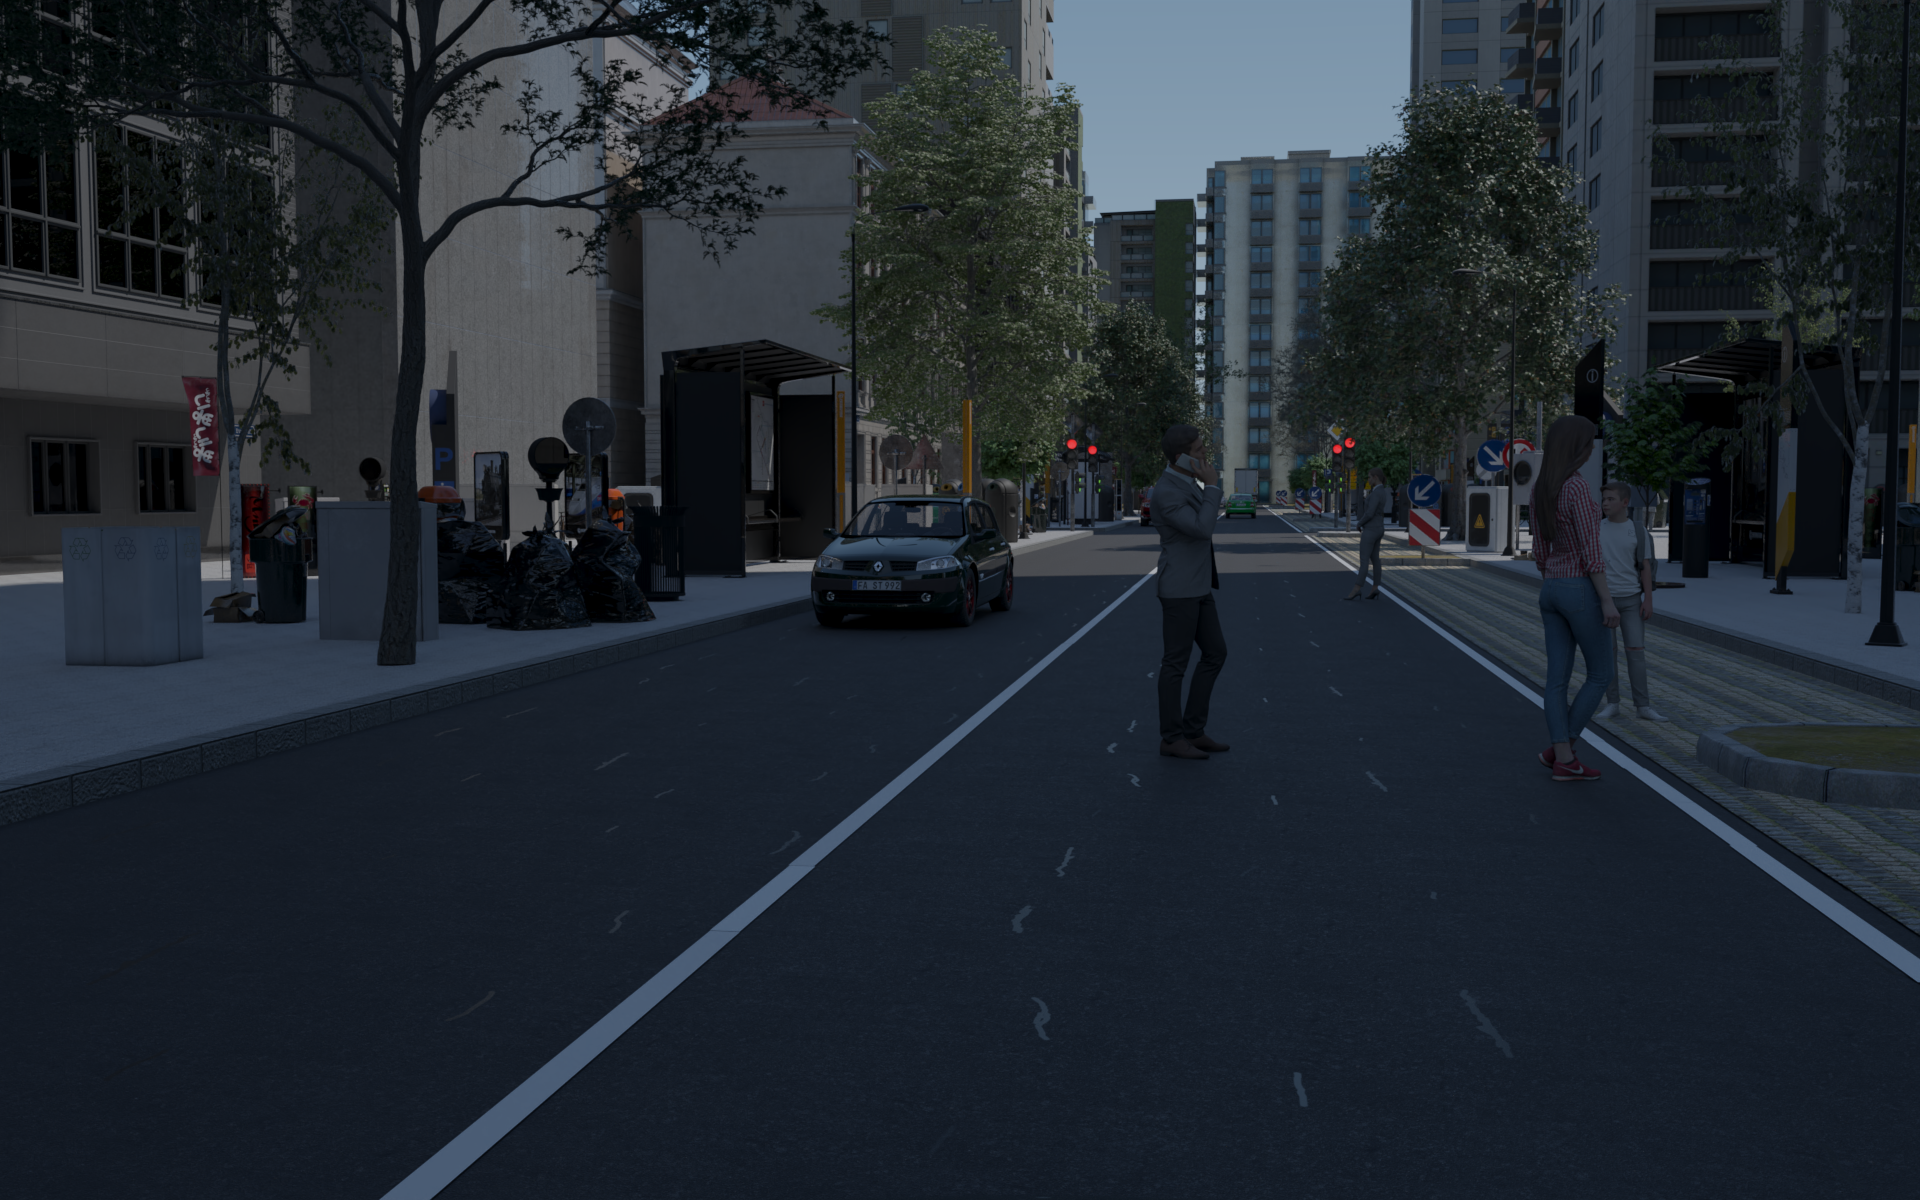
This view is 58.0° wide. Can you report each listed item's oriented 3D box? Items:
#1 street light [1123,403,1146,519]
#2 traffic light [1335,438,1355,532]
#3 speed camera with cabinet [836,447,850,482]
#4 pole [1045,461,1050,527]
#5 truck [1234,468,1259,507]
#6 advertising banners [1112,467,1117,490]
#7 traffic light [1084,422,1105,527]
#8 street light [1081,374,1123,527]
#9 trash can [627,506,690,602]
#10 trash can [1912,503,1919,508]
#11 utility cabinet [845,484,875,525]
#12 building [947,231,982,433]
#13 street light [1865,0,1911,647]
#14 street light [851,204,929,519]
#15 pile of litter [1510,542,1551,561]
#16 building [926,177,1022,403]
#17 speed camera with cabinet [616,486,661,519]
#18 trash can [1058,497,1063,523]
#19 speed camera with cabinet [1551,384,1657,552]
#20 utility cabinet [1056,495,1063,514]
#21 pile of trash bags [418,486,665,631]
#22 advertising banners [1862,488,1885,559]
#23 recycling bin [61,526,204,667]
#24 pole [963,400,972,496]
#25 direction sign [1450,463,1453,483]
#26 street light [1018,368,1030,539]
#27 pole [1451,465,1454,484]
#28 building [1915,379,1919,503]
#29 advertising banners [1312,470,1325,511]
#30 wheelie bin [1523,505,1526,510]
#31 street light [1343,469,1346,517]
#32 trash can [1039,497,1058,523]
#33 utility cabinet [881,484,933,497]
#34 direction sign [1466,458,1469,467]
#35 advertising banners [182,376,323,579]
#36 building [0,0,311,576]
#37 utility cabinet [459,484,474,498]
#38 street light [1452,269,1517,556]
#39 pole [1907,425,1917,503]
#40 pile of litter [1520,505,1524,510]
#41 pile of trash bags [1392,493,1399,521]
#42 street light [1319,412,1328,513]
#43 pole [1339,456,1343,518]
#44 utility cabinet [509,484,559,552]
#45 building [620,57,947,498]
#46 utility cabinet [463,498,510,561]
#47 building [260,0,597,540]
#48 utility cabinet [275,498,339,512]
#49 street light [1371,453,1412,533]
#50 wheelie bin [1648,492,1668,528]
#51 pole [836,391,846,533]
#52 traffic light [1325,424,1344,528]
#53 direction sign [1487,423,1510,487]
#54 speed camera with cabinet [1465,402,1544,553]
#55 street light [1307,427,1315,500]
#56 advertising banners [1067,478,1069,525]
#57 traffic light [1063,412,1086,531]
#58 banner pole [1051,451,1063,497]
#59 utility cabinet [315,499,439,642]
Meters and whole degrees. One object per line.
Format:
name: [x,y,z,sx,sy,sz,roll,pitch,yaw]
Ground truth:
street light: [8.780,-7.084,88.363,1.470,5.913,1.316,1,4,9]
traffic light: [12.966,-4.214,57.822,0.839,4.253,0.868,1,4,9]
speed camera with cabinet: [-4.812,-4.754,72.069,0.660,3.252,2.038,-1,4,-12]
pole: [3.400,-4.488,67.214,0.158,3.312,0.155,0,3,0]
truck: [31.892,-12.479,192.947,2.839,4.237,11.283,1,4,10]
advertising banners: [8.918,-6.919,109.314,2.074,3.025,0.090,1,4,16]
traffic light: [5.181,-4.787,67.184,0.839,4.253,0.868,1,4,9]
street light: [5.408,-5.785,67.133,1.470,5.913,1.316,1,4,9]
trash can: [-3.613,-0.561,20.819,0.748,1.137,0.748,0,3,0]
trash can: [16.204,-1.050,28.828,0.748,1.137,0.748,0,3,0]
utility cabinet: [-2.229,-1.766,37.555,0.318,1.500,1.173,-2,4,-31]
building: [-5.845,-16.833,111.384,11.583,22.565,21.152,1,4,9]
street light: [7.330,-2.573,14.617,1.470,5.913,1.316,1,4,9]
street light: [-1.186,-3.389,27.958,1.470,5.913,1.316,1,4,9]
pile of litter: [11.418,-1.180,33.260,1.176,0.858,1.719,-2,4,-26]
building: [-2.434,-18.367,129.977,12.332,23.373,15.834,1,4,9]
speed camera with cabinet: [-6.388,-2.631,37.357,2.038,3.252,0.660,-1,4,-13]
trash can: [4.344,-4.074,78.265,0.748,1.137,0.748,0,3,0]
speed camera with cabinet: [11.454,-2.226,30.727,2.038,3.252,0.660,-2,4,-27]
utility cabinet: [4.794,-4.358,82.412,0.306,1.237,1.020,1,4,13]
pile of trash bags: [-4.712,-0.498,17.891,3.447,1.369,1.912,3,5,44]
advertising banners: [17.588,-2.360,34.774,0.090,3.025,2.074,-2,4,-34]
recycling bin: [-6.310,-0.041,13.231,0.722,1.027,0.722,1,4,9]
pole: [0.156,-2.680,37.657,0.158,3.312,0.155,0,3,0]
direction sign: [35.841,-8.152,125.288,0.379,3.537,0.876,-3,5,-42]
street light: [2.357,-4.686,49.160,1.470,5.913,1.316,1,4,9]
pole: [34.563,-7.813,121.591,0.158,3.312,0.155,0,3,0]
building: [33.203,-43.577,25.160,22.319,86.520,31.000,1,4,9]
advertising banners: [26.186,-7.925,125.768,0.090,3.025,2.074,-2,4,-25]
wheelie bin: [33.896,-5.927,104.810,0.980,1.594,0.693,-1,4,-9]
street light: [17.339,-6.274,75.126,1.470,5.913,1.316,1,4,9]
trash can: [3.705,-3.951,76.246,0.748,1.137,0.748,0,3,0]
utility cabinet: [-1.174,-1.824,38.501,1.173,1.500,0.318,2,4,31]
direction sign: [31.238,-7.063,107.471,0.876,3.537,0.379,-2,4,-29]
advertising banners: [-10.730,-1.845,26.355,2.074,3.025,0.090,-3,5,-42]
building: [-21.103,-14.009,22.547,14.314,27.812,24.014,1,4,9]
utility cabinet: [-10.496,-1.734,37.037,1.173,1.500,0.318,2,4,29]
street light: [10.858,-3.870,35.821,1.470,5.913,1.316,1,4,9]
pole: [27.992,-3.494,50.967,0.158,3.312,0.155,0,3,0]
pile of litter: [31.724,-5.182,98.683,1.176,0.858,1.719,0,4,-8]
pile of trash bags: [21.602,-4.479,82.979,1.912,1.369,3.447,-1,4,-12]
street light: [20.921,-7.595,96.715,1.470,5.913,1.316,1,4,9]
pole: [20.508,-6.078,93.216,0.158,3.312,0.155,0,3,0]
utility cabinet: [-9.305,-1.762,37.481,1.173,1.500,0.318,0,4,2]
building: [-8.345,-15.550,90.397,11.583,22.565,21.152,1,4,9]
utility cabinet: [-7.971,-1.065,28.567,1.020,1.237,0.306,0,3,0]
building: [-21.345,-13.921,45.630,19.932,24.808,12.078,1,4,9]
utility cabinet: [-11.088,-1.119,29.453,0.306,1.237,1.020,3,5,40]
street light: [14.394,-5.192,57.432,1.470,5.913,1.316,1,4,9]
wheelie bin: [26.441,-3.536,65.729,0.693,1.594,0.980,3,4,37]
pole: [-2.367,-2.481,34.407,0.158,3.312,0.155,0,3,0]
traffic light: [14.271,-4.696,65.700,0.839,4.253,0.868,1,4,9]
direction sign: [17.191,-3.875,55.360,0.876,3.537,0.379,-1,4,-22]
speed camera with cabinet: [11.938,-2.653,37.708,0.660,3.252,2.038,-2,4,-26]
street light: [24.386,-8.892,117.929,1.470,5.913,1.316,1,4,9]
advertising banners: [4.445,-4.596,71.338,0.090,3.025,2.074,0,4,5]
traffic light: [3.875,-4.305,59.306,0.839,4.253,0.868,1,4,9]
banner pole: [4.921,-6.047,88.887,0.863,3.779,0.401,2,4,34]
utility cabinet: [-5.128,-0.251,15.269,1.020,1.237,0.306,1,4,13]
